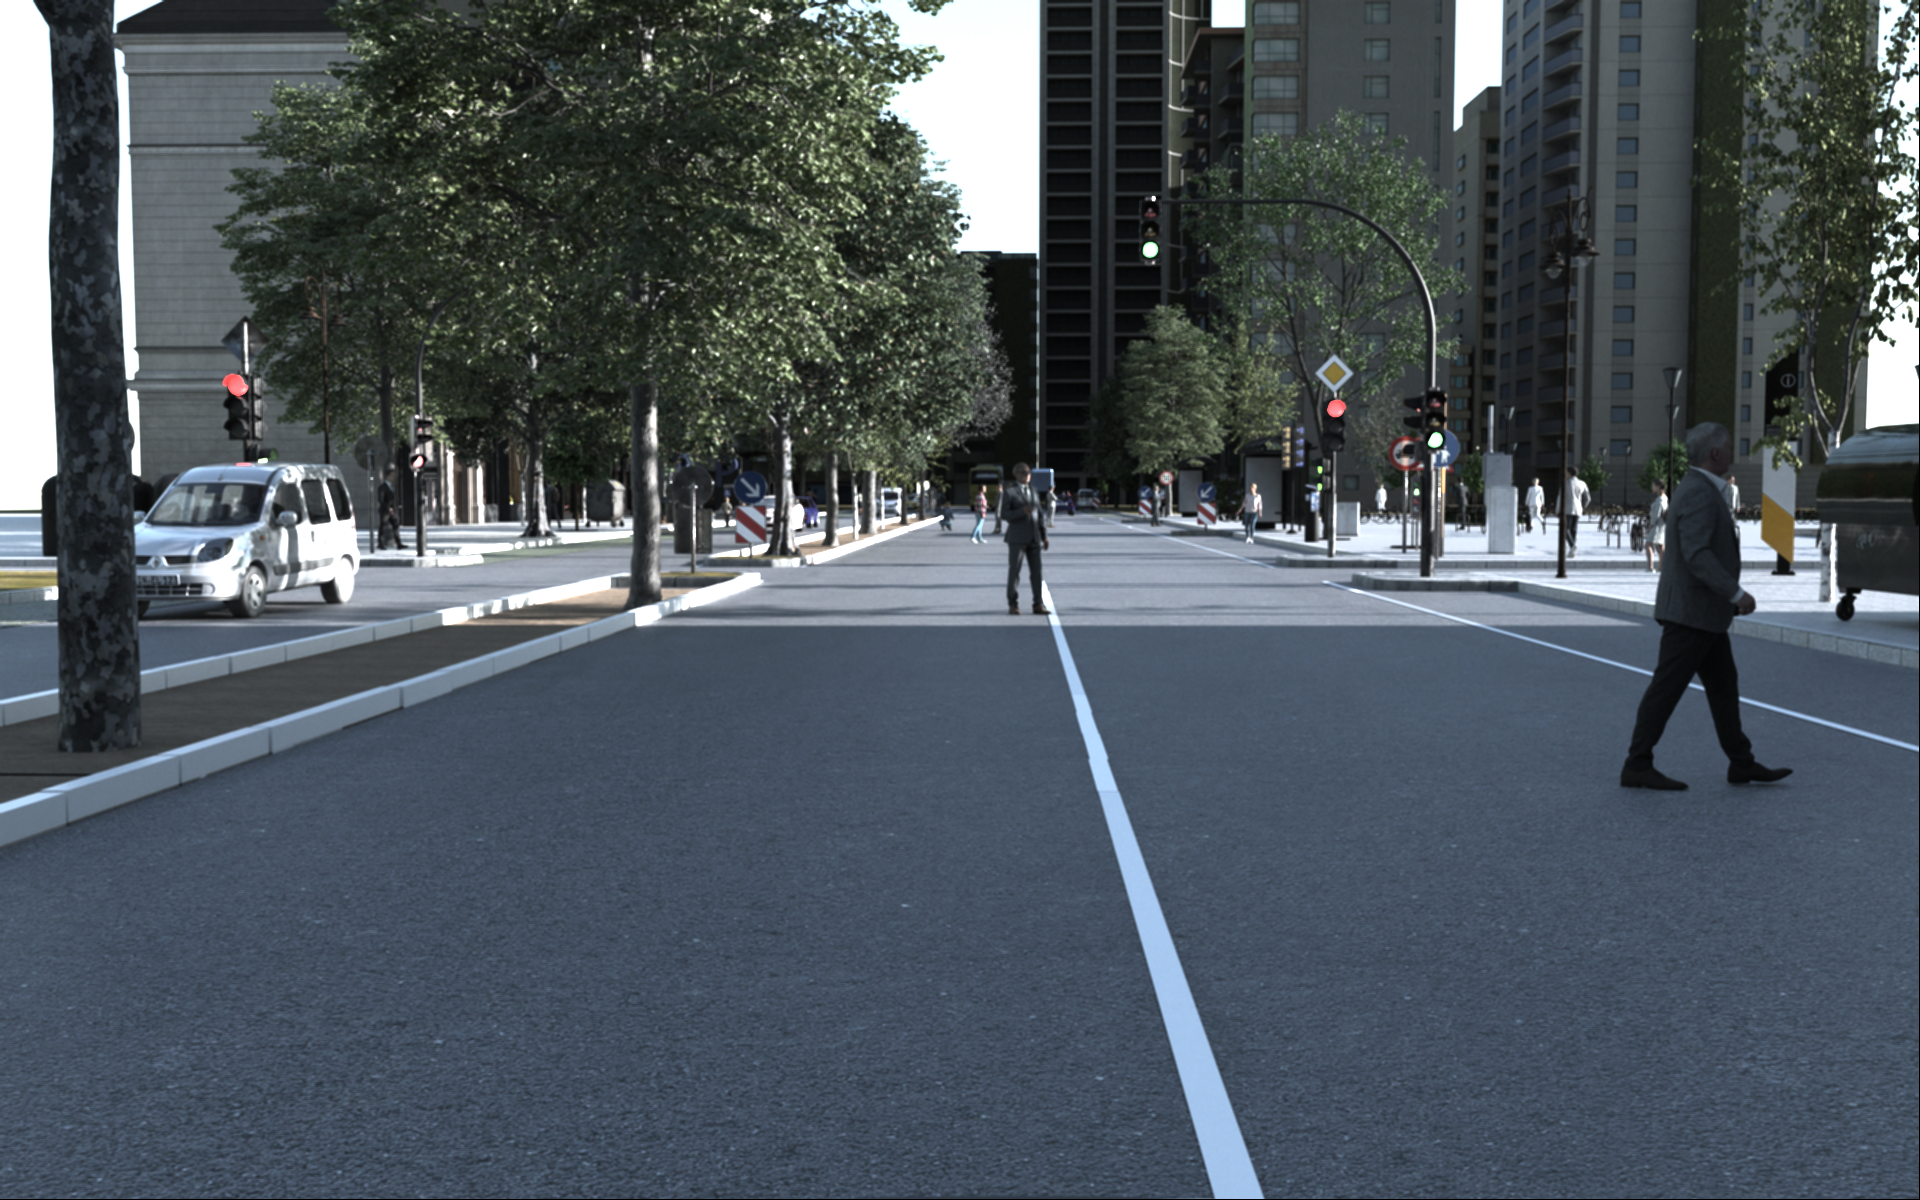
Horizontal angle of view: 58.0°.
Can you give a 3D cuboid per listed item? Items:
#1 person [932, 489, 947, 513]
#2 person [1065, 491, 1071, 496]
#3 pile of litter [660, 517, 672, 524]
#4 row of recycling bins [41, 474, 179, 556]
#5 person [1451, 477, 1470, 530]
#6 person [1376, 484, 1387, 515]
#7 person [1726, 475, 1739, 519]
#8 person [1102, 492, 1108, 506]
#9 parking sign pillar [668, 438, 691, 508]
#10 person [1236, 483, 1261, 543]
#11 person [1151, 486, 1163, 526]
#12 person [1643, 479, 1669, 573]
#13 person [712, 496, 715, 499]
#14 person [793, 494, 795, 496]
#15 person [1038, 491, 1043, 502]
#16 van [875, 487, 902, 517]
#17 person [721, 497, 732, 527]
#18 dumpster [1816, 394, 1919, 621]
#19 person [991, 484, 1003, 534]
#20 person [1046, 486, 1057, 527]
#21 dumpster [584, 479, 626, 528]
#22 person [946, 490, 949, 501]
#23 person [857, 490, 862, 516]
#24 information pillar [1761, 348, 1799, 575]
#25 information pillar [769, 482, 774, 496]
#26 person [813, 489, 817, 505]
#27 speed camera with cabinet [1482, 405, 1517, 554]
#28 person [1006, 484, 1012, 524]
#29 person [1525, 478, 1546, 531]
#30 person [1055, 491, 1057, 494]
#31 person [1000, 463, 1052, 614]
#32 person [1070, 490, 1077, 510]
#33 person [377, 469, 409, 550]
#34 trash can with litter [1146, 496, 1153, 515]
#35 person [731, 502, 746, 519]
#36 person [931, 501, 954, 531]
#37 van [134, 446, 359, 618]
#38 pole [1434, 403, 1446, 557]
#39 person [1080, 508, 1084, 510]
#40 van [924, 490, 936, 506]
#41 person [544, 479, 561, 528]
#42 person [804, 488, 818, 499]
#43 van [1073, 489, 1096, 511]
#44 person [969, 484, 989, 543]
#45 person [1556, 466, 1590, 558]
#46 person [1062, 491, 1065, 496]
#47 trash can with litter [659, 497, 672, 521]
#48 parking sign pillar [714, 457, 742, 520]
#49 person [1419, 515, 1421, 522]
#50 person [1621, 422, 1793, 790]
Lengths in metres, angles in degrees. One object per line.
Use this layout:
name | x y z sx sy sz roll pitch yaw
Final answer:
person | -1.665 -7.545 131.944 1.350 1.814 0.705 1 4 12
person | 11.107 -10.343 178.328 1.217 1.743 0.721 1 4 12
pile of litter | -12.676 -3.631 73.331 1.176 0.858 1.719 3 5 43
row of recycling bins | -17.402 -1.751 35.748 3.534 1.692 1.069 1 4 15
person | 17.975 -3.477 62.249 0.648 1.900 0.474 -3 5 -43
person | 24.488 -5.787 100.541 0.514 1.842 0.818 -2 4 -33
person | 21.639 -2.611 48.828 0.635 1.810 0.391 -1 4 -11
person | 16.000 -11.089 190.634 0.721 1.723 1.217 -1 4 -22
parking sign pillar | -13.093 -5.660 81.009 1.447 3.967 1.447 2 4 26
person | 8.422 -2.528 50.504 0.731 1.740 0.598 1 4 11
person | 8.788 -4.178 76.981 0.590 1.801 0.661 0 4 8
person | 12.288 -1.283 30.489 0.522 1.701 0.512 2 4 30
person | -16.419 -6.918 119.116 1.348 1.831 0.705 -2 4 -35
person | -11.597 -6.742 116.991 1.217 1.736 0.721 2 4 31
person | 7.037 -8.905 154.824 0.721 1.736 1.217 -2 4 -32
van | -4.430 -6.215 108.630 2.013 2.044 4.112 0 4 3
person | -10.045 -3.772 74.439 0.475 1.303 0.640 -1 4 -10
dumpster | 9.443 -0.868 16.681 1.502 2.255 1.985 0 4 2
person | 1.303 -3.285 62.486 0.573 1.790 0.520 -1 4 -23
person | 4.000 -4.061 75.081 0.466 1.800 0.511 -3 4 -38
dumpster | -13.711 -3.734 66.815 1.264 1.857 1.865 0 4 2
person | -1.234 -9.822 169.108 0.705 1.821 1.348 0 4 -5
person | -6.734 -6.496 115.502 0.721 1.735 1.217 2 4 31
information pillar | 12.985 -2.205 27.401 0.504 3.616 0.183 2 4 25
information pillar | -11.328 -6.098 104.192 0.304 2.012 0.304 0 4 -6
person | -13.890 -9.678 164.963 0.721 1.739 1.217 -1 4 -14
speed camera with cabinet | 11.822 -2.663 37.883 0.660 3.252 2.038 1 4 13
person | 1.768 -3.013 58.100 0.444 1.785 0.601 0 4 -6
person | 20.179 -3.348 60.664 0.514 1.842 0.818 -2 4 -23
person | 9.181 -9.498 164.580 1.217 1.735 0.721 -1 4 -16
person | 0.807 -0.728 20.579 0.661 1.801 0.590 -2 4 -35
person | 10.111 -8.788 152.279 1.348 1.812 0.705 -1 4 -21
person | -13.114 -2.086 39.921 0.755 1.850 0.659 1 4 19
trash can with litter | 11.652 -5.770 105.730 0.624 1.170 1.055 1 4 16
person | -8.631 -3.314 68.184 1.012 1.151 0.738 2 4 25
person | -0.648 -3.305 68.043 1.012 1.151 0.738 -1 4 -11
van | -8.919 -0.878 21.362 2.013 2.044 4.112 0 4 2
pole | 9.774 -2.533 35.261 0.158 3.312 0.155 0 3 0
person | 11.023 -8.963 155.713 0.551 1.740 0.621 1 4 9
van | -3.136 -10.184 173.518 2.013 2.044 4.112 0 4 2
person | -15.277 -3.591 64.715 0.622 1.834 0.822 -3 4 -37
person | -10.546 -7.051 122.043 1.217 1.736 0.721 2 4 33
van | 10.787 -8.694 149.154 2.013 2.044 4.112 0 4 2
person | 0.558 -2.557 51.145 0.643 1.720 0.563 -1 4 -11
person | 12.351 -1.771 34.846 0.661 1.843 0.795 0 4 -6
person | 11.017 -10.707 184.221 0.621 1.740 0.551 -1 4 -22
trash can with litter | -13.102 -4.052 77.630 0.624 1.170 1.055 -2 4 -24
parking sign pillar | -11.600 -6.013 86.778 1.447 3.967 1.447 1 4 12
person | 21.462 -4.271 80.149 0.640 1.303 0.475 0 4 1
person | 3.660 0.030 8.406 0.834 1.777 0.661 1 4 9
